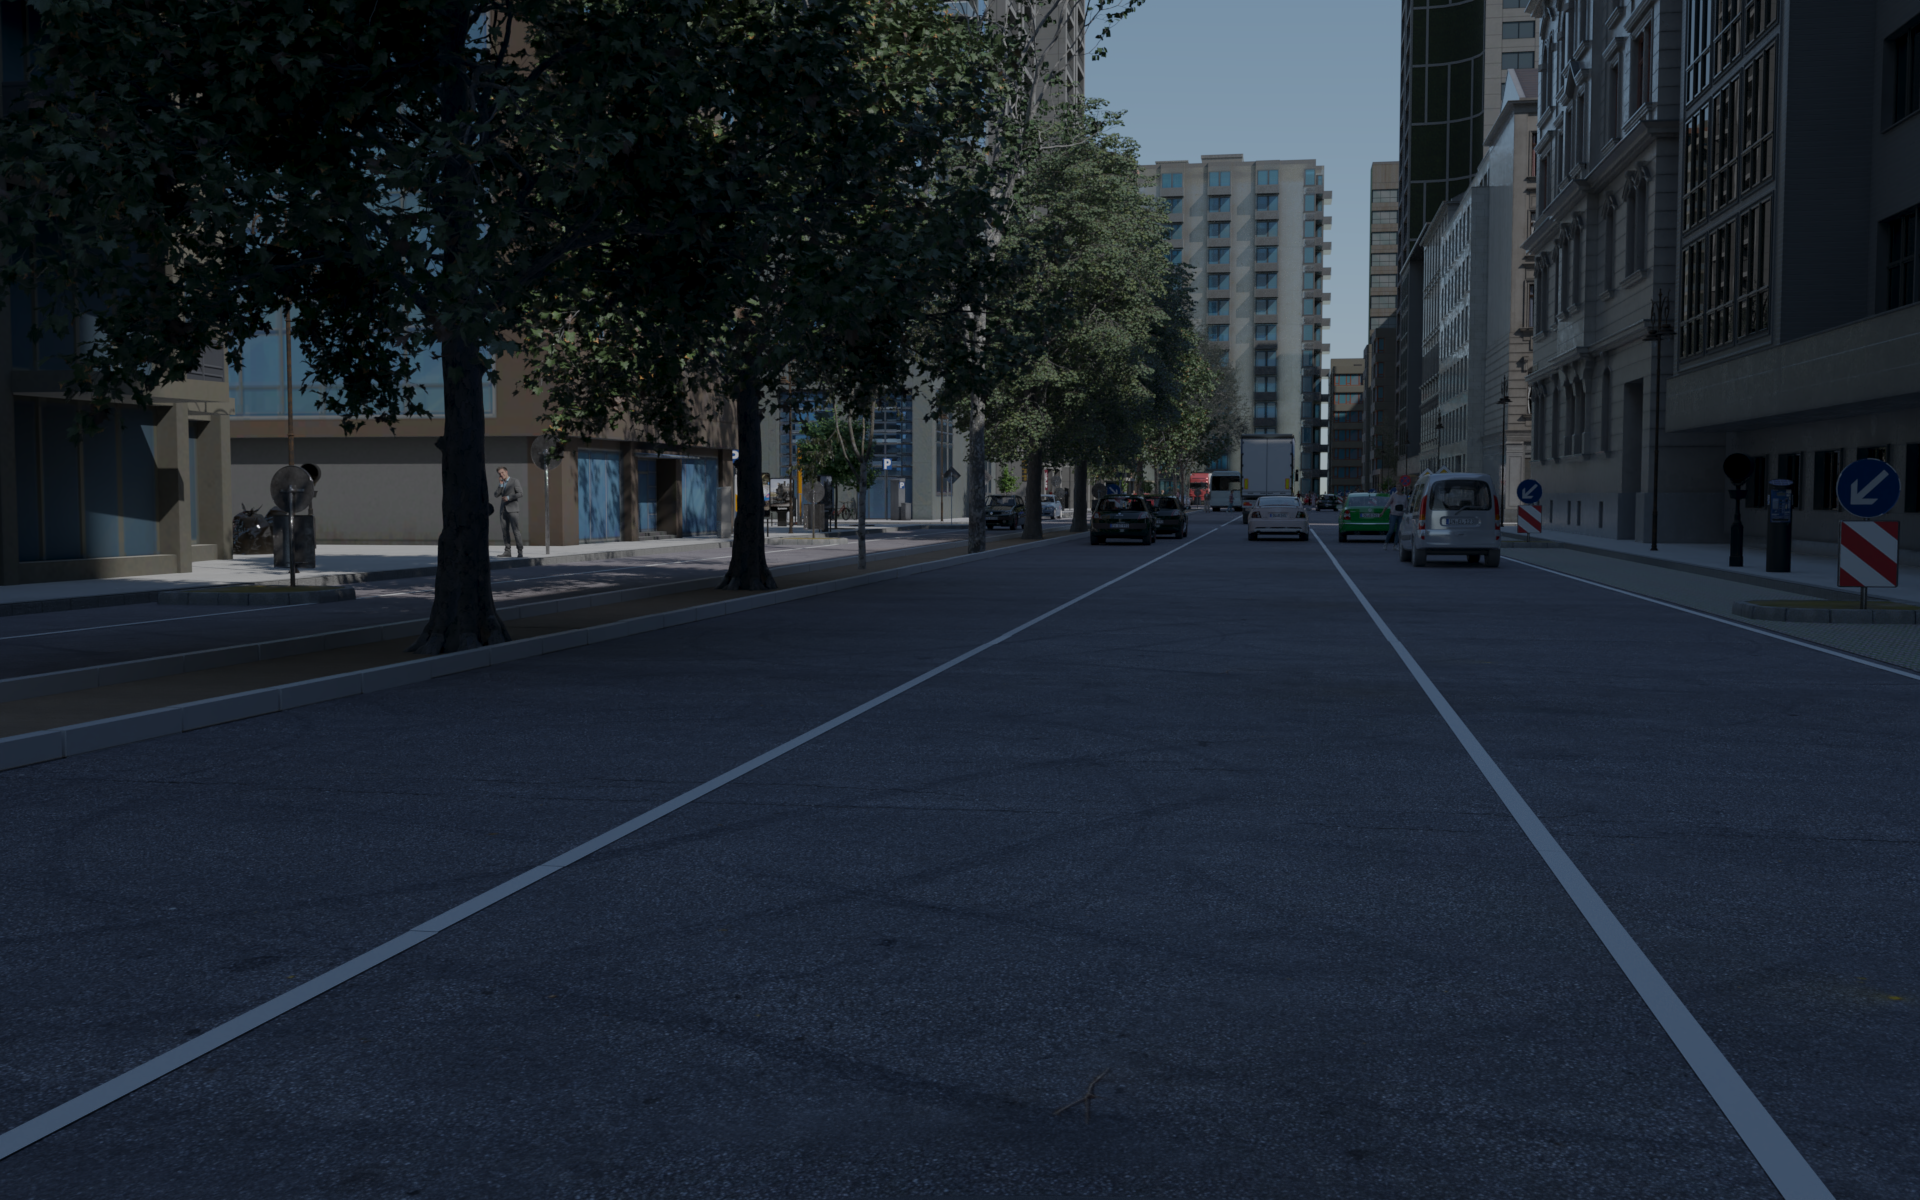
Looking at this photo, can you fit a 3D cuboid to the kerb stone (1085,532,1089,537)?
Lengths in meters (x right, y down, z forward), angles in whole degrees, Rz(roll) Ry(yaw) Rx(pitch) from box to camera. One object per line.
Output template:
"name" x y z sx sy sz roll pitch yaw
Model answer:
"kerb stone" 4.067 -2.143 57.293 0.120 0.150 1.000 1 4 11

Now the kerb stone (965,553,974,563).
"kerb stone" 0.096 -0.852 36.127 0.120 0.150 1.000 1 4 11

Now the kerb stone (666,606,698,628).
"kerb stone" -3.122 0.199 18.992 0.120 0.150 1.000 1 4 11

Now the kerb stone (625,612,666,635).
"kerb stone" -3.314 0.258 17.983 0.120 0.150 1.000 1 4 11

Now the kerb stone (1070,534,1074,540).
"kerb stone" 3.302 -1.893 53.263 0.120 0.150 1.000 1 4 11

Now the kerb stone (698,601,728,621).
"kerb stone" -2.928 0.135 19.996 0.120 0.150 1.000 1 4 11

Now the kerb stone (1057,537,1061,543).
"kerb stone" 2.747 -1.713 50.230 0.120 0.150 1.000 1 4 11

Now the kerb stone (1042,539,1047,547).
"kerb stone" 2.180 -1.529 47.198 0.120 0.150 1.000 1 4 11

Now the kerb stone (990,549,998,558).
"kerb stone" 0.668 -1.036 39.140 0.120 0.150 1.000 1 4 11

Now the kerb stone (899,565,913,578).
"kerb stone" -1.029 -0.482 30.083 0.120 0.150 1.000 1 4 11

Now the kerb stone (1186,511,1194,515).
"kerb stone" 16.256 -6.122 122.290 0.120 0.150 1.000 1 4 11

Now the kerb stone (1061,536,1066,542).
"kerb stone" 2.930 -1.776 51.235 0.120 0.150 1.000 1 4 11

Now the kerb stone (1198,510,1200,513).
"kerb stone" 17.774 -6.612 130.353 0.120 0.150 1.000 1 4 11

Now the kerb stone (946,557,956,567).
"kerb stone" -0.279 -0.725 34.106 0.120 0.150 1.000 1 4 11

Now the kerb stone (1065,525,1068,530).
"kerb stone" 4.078 -2.848 68.754 0.120 0.150 1.000 1 4 11

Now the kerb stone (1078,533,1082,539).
"kerb stone" 3.687 -2.018 55.280 0.120 0.150 1.000 1 4 11

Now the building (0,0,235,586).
"building" -23.532 -22.380 20.543 22.147 44.769 28.867 1 4 11

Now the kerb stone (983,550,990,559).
"kerb stone" 0.472 -0.968 38.138 0.120 0.150 1.000 1 4 11

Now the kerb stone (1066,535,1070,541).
"kerb stone" 3.117 -1.836 52.251 0.120 0.150 1.000 1 4 11

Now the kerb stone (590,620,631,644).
"kerb stone" -3.495 0.328 16.967 0.120 0.150 1.000 1 4 11

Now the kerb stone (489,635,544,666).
"kerb stone" -3.874 0.444 14.936 0.120 0.150 1.000 1 4 11

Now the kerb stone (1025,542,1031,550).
"kerb stone" 1.605 -1.344 44.177 0.120 0.150 1.000 1 4 11

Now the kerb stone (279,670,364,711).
"kerb stone" -4.440 0.628 11.920 0.120 0.150 1.000 1 4 11

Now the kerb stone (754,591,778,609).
"kerb stone" -2.552 0.011 22.019 0.120 0.150 1.000 1 4 11

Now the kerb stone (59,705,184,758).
"kerb stone" -4.817 0.752 9.902 0.120 0.150 1.000 1 4 11

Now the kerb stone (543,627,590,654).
"kerb stone" -3.691 0.384 15.961 0.120 0.150 1.000 1 4 11

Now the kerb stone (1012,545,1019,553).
"kerb stone" 1.235 -1.221 42.166 0.120 0.150 1.000 1 4 11

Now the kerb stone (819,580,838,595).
"kerb stone" -1.988 -0.171 25.035 0.120 0.150 1.000 1 4 11

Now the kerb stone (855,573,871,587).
"kerb stone" -1.612 -0.290 27.052 0.120 0.150 1.000 1 4 11

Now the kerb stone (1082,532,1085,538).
"kerb stone" 3.875 -2.085 56.284 0.120 0.150 1.000 1 4 11

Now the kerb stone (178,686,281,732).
"kerb stone" -4.636 0.690 10.917 0.120 0.150 1.000 1 4 11

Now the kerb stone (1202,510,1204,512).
"kerb stone" 18.905 -6.985 136.410 0.120 0.150 1.000 1 4 11

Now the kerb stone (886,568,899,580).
"kerb stone" -1.230 -0.420 29.060 0.120 0.150 1.000 1 4 11

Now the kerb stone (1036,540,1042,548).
"kerb stone" 1.985 -1.468 46.190 0.120 0.150 1.000 1 4 11

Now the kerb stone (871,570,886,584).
"kerb stone" -1.419 -0.357 28.056 0.120 0.150 1.000 1 4 11

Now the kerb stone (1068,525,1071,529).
"kerb stone" 4.274 -2.909 69.762 0.120 0.150 1.000 1 4 11

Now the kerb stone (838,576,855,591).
"kerb stone" -1.793 -0.231 26.046 0.120 0.150 1.000 1 4 11

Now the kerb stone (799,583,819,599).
"kerb stone" -2.180 -0.110 24.029 0.120 0.150 1.000 1 4 11

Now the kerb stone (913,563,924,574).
"kerb stone" -0.857 -0.544 31.091 0.120 0.150 1.000 1 4 11

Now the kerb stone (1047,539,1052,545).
"kerb stone" 2.363 -1.591 48.204 0.120 0.150 1.000 1 4 11

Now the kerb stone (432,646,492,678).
"kerb stone" -4.067 0.509 13.930 0.120 0.150 1.000 1 4 11

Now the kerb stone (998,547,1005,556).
"kerb stone" 0.847 -1.098 40.146 0.120 0.150 1.000 1 4 11

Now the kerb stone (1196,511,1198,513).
"kerb stone" 17.199 -6.430 127.326 0.120 0.150 1.000 1 4 11

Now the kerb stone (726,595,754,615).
"kerb stone" -2.737 0.072 21.014 0.120 0.150 1.000 1 4 11

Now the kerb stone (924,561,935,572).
"kerb stone" -0.661 -0.605 32.094 0.120 0.150 1.000 1 4 11

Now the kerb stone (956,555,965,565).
"kerb stone" -0.099 -0.790 35.112 0.120 0.150 1.000 1 4 11

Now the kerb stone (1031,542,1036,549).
"kerb stone" 1.790 -1.404 45.187 0.120 0.150 1.000 1 4 11

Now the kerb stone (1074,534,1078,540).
"kerb stone" 3.498 -1.959 54.267 0.120 0.150 1.000 1 4 11

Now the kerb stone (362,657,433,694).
"kerb stone" -4.247 0.568 12.924 0.120 0.150 1.000 1 4 11

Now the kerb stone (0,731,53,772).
"kerb stone" -5.014 0.814 8.895 0.120 0.150 1.000 1 4 11

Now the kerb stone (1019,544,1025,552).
"kerb stone" 1.419 -1.283 43.171 0.120 0.150 1.000 1 4 11

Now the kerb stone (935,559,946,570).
"kerb stone" -0.471 -0.663 33.098 0.120 0.150 1.000 1 4 11

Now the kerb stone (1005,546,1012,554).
"kerb stone" 1.036 -1.160 41.160 0.120 0.150 1.000 1 4 11

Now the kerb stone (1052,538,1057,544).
"kerb stone" 2.551 -1.653 49.227 0.120 0.150 1.000 1 4 11

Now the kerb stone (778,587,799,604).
"kerb stone" -2.364 -0.049 23.024 0.120 0.150 1.000 1 4 11

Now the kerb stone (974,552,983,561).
"kerb stone" 0.286 -0.914 37.132 0.120 0.150 1.000 1 4 11
